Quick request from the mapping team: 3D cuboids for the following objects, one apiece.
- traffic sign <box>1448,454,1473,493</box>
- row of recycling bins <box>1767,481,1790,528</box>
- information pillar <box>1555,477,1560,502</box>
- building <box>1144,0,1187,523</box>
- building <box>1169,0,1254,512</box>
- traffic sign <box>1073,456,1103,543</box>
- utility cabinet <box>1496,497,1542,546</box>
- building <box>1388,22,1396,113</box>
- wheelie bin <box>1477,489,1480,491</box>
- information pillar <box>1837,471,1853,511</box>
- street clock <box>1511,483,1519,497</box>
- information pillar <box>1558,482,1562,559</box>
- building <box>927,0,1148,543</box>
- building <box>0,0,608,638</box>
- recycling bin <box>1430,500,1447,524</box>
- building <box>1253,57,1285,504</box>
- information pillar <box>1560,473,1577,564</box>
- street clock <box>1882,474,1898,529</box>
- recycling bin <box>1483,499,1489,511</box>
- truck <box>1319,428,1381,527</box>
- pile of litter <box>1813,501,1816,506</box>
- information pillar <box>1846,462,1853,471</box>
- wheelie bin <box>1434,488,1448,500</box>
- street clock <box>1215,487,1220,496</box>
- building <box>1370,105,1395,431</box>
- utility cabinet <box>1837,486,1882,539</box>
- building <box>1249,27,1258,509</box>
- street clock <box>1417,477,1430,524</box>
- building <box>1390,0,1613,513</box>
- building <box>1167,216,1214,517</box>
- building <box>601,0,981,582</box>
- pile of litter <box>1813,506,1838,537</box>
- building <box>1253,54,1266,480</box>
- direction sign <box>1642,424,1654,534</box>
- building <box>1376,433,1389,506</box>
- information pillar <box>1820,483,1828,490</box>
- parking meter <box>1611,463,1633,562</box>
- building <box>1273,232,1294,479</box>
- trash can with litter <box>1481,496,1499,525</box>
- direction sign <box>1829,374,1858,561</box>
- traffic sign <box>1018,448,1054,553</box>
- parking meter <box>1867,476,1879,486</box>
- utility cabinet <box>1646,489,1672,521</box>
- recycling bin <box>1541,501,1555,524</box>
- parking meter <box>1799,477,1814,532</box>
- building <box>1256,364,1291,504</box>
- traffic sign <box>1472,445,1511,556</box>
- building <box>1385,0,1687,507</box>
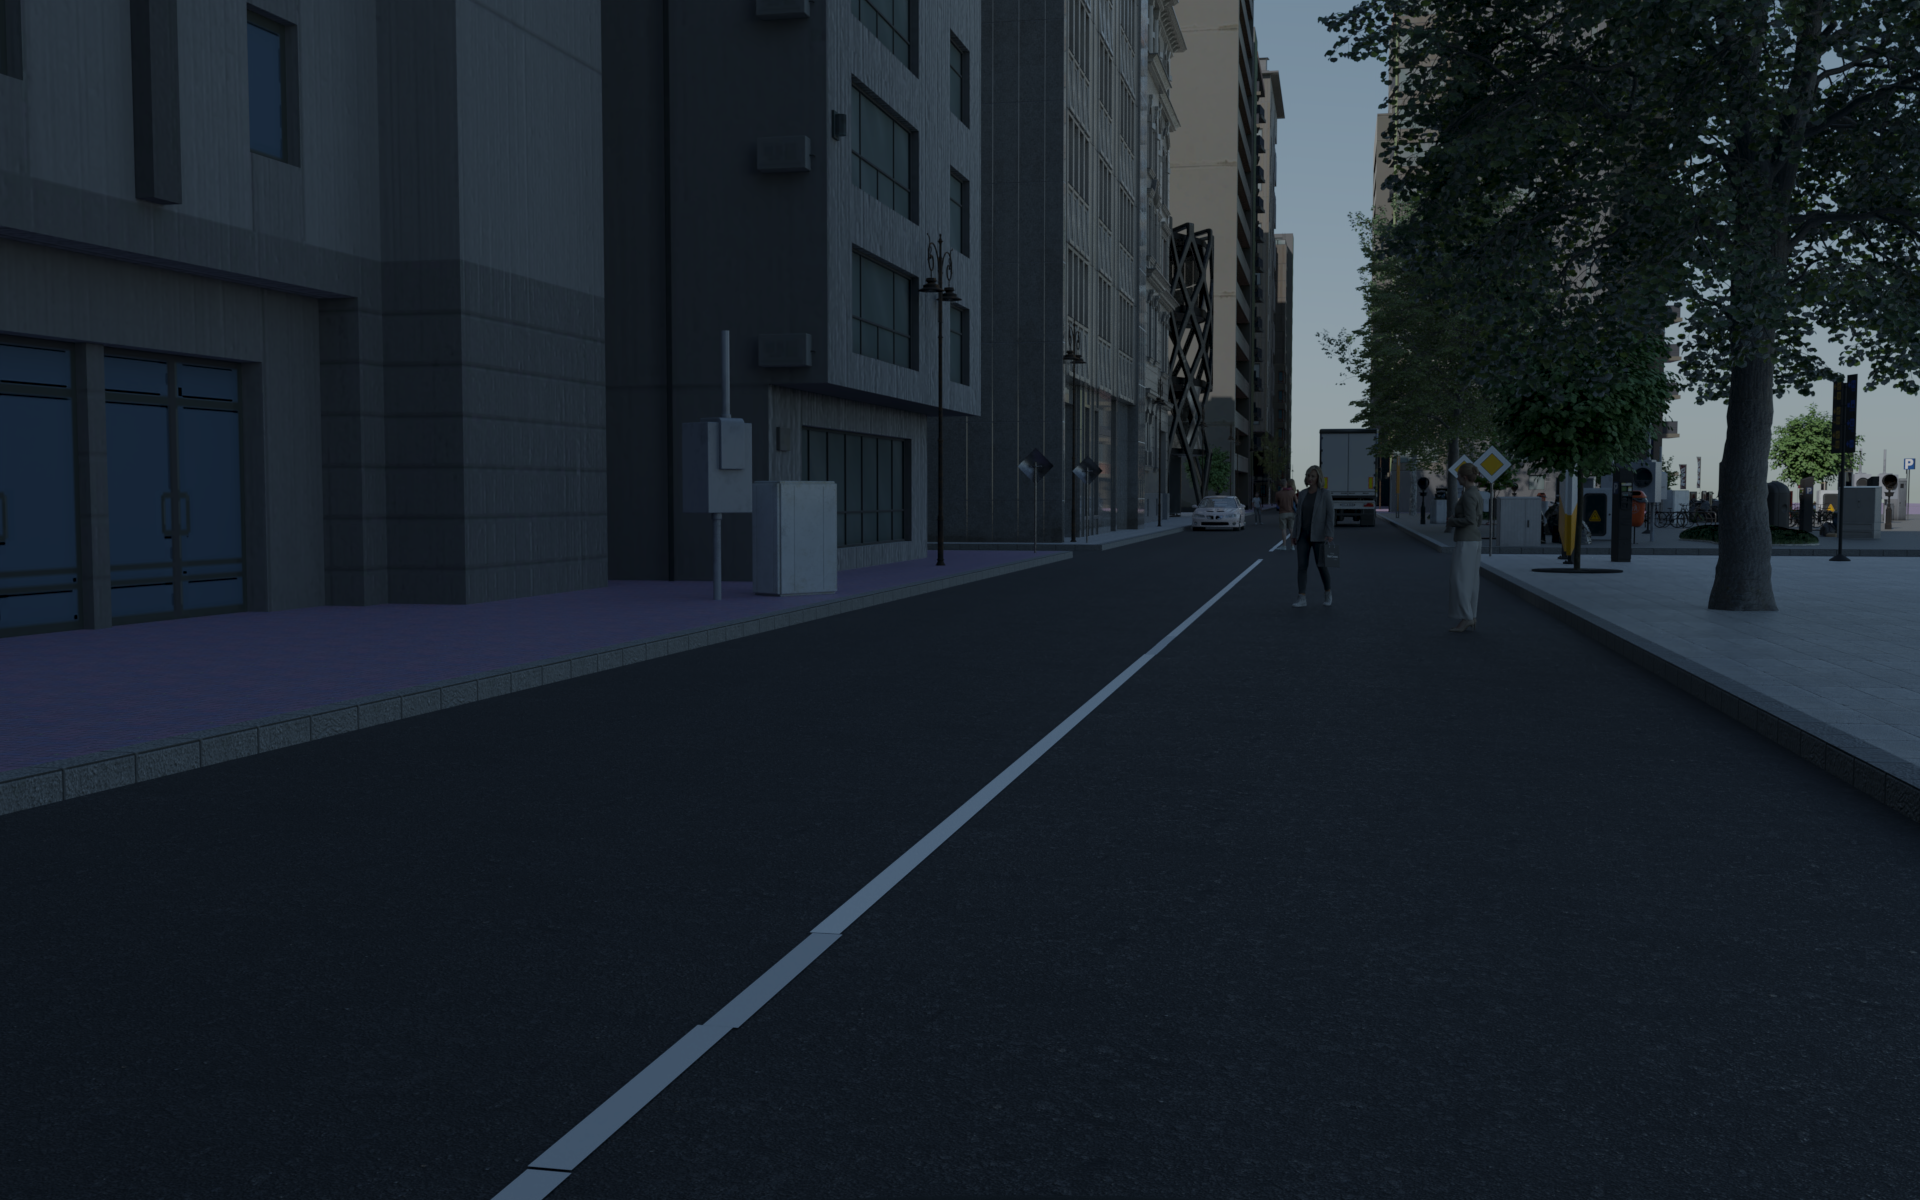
[{"bbox_3d":[12.611,-2.431,43.386,0.795,2.450,0.064,1,4,12],"label":"traffic sign"},{"bbox_3d":[26.310,-3.057,57.099,1.069,1.692,3.534,0,4,5],"label":"row of recycling bins"},{"bbox_3d":[25.735,-4.269,74.290,0.304,2.012,0.304,3,5,44],"label":"information pillar"},{"bbox_3d":[2.147,-17.722,77.140,14.401,28.519,23.554,1,4,12],"label":"building"},{"bbox_3d":[10.858,-31.055,131.446,21.300,48.544,21.600,1,4,12],"label":"building"},{"bbox_3d":[3.338,-2.555,45.420,0.795,2.450,0.064,1,4,12],"label":"traffic sign"},{"bbox_3d":[13.806,-1.934,42.787,1.020,1.237,0.306,0,4,0],"label":"utility cabinet"},{"bbox_3d":[72.073,-50.179,258.675,20.563,71.187,20.611,1,4,12],"label":"building"},{"bbox_3d":[33.972,-6.521,114.521,0.980,1.594,0.693,0,4,6],"label":"wheelie bin"},{"bbox_3d":[28.442,-3.131,55.685,0.304,2.012,0.304,-1,4,-15],"label":"information pillar"},{"bbox_3d":[36.516,-6.700,114.111,0.471,2.002,0.358,0,4,0],"label":"street clock"},{"bbox_3d":[11.880,-2.608,33.990,0.183,3.616,0.504,0,4,6],"label":"information pillar"},{"bbox_3d":[-1.074,-14.535,55.666,12.078,24.808,19.932,1,4,12],"label":"building"},{"bbox_3d":[-18.098,-28.670,10.755,21.231,58.520,28.212,1,4,12],"label":"building"},{"bbox_3d":[20.929,-3.843,75.385,0.722,1.027,0.722,0,4,-6],"label":"recycling bin"},{"bbox_3d":[25.481,-38.380,216.752,28.713,52.752,27.495,1,4,12],"label":"building"},{"bbox_3d":[11.261,-2.468,31.712,0.183,3.616,0.504,3,5,40],"label":"information pillar"},{"bbox_3d":[33.771,-3.571,62.954,0.471,2.002,0.358,1,4,12],"label":"street clock"},{"bbox_3d":[27.086,-4.661,88.757,0.722,1.027,0.722,0,4,3],"label":"recycling bin"},{"bbox_3d":[17.881,-5.536,79.431,2.839,4.237,11.283,1,4,13],"label":"truck"},{"bbox_3d":[53.336,-5.718,107.450,1.719,0.858,1.176,-2,4,-27],"label":"pile of litter"},{"bbox_3d":[41.498,-5.484,81.019,0.504,3.616,0.183,0,4,5],"label":"information pillar"},{"bbox_3d":[24.950,-4.998,89.627,0.980,1.594,0.693,2,4,34],"label":"wheelie bin"},{"bbox_3d":[16.563,-6.534,111.402,0.358,2.002,0.471,1,4,13],"label":"street clock"},{"bbox_3d":[60.668,-35.773,208.598,21.300,48.544,21.600,1,4,12],"label":"building"},{"bbox_3d":[25.756,-2.504,49.619,0.318,1.500,1.173,-2,4,-26],"label":"utility cabinet"},{"bbox_3d":[17.922,-28.444,148.656,14.154,41.232,14.086,1,4,12],"label":"building"},{"bbox_3d":[19.640,-4.212,73.431,0.471,2.002,0.358,0,4,4],"label":"street clock"},{"bbox_3d":[38.100,-26.910,123.577,14.154,41.232,14.086,1,4,12],"label":"building"},{"bbox_3d":[5.648,-14.058,97.294,16.820,18.784,16.811,1,4,12],"label":"building"},{"bbox_3d":[-7.167,-15.939,32.300,14.107,30.474,14.160,1,4,12],"label":"building"},{"bbox_3d":[26.649,-2.331,52.085,1.719,0.858,1.176,0,4,4],"label":"pile of litter"},{"bbox_3d":[18.581,-31.606,171.380,22.147,44.769,28.867,1,4,12],"label":"building"},{"bbox_3d":[22.312,-3.919,56.079,0.379,3.537,0.876,1,4,8],"label":"direction sign"},{"bbox_3d":[53.181,-52.543,171.752,22.319,86.520,31.000,1,4,12],"label":"building"},{"bbox_3d":[55.486,-6.531,111.274,0.304,2.012,0.304,-2,4,-28],"label":"information pillar"},{"bbox_3d":[12.493,-1.650,32.683,0.255,1.863,0.399,0,4,-3],"label":"parking meter"},{"bbox_3d":[43.629,-35.591,265.502,14.154,41.232,14.086,1,4,12],"label":"building"},{"bbox_3d":[21.777,-3.716,71.822,2.233,1.210,1.678,1,4,12],"label":"trash can with litter"},{"bbox_3d":[16.854,-2.512,33.072,0.379,3.537,0.876,0,4,1],"label":"direction sign"},{"bbox_3d":[1.638,-2.078,37.617,0.795,2.450,0.064,1,4,12],"label":"traffic sign"},{"bbox_3d":[29.868,-3.118,56.698,0.255,1.863,0.399,0,4,5],"label":"parking meter"},{"bbox_3d":[33.126,-4.489,82.080,0.318,1.500,1.173,-2,4,-32],"label":"utility cabinet"},{"bbox_3d":[21.091,-3.068,62.722,0.722,1.027,0.722,-3,5,-44],"label":"recycling bin"},{"bbox_3d":[28.552,-3.226,58.450,0.399,1.863,0.255,-1,4,-9],"label":"parking meter"},{"bbox_3d":[32.604,-24.554,246.503,27.650,21.520,28.899,1,4,12],"label":"building"},{"bbox_3d":[10.911,-1.954,35.583,0.795,2.450,0.064,1,4,12],"label":"traffic sign"},{"bbox_3d":[46.985,-29.919,143.795,22.147,44.769,28.867,1,4,12],"label":"building"}]
